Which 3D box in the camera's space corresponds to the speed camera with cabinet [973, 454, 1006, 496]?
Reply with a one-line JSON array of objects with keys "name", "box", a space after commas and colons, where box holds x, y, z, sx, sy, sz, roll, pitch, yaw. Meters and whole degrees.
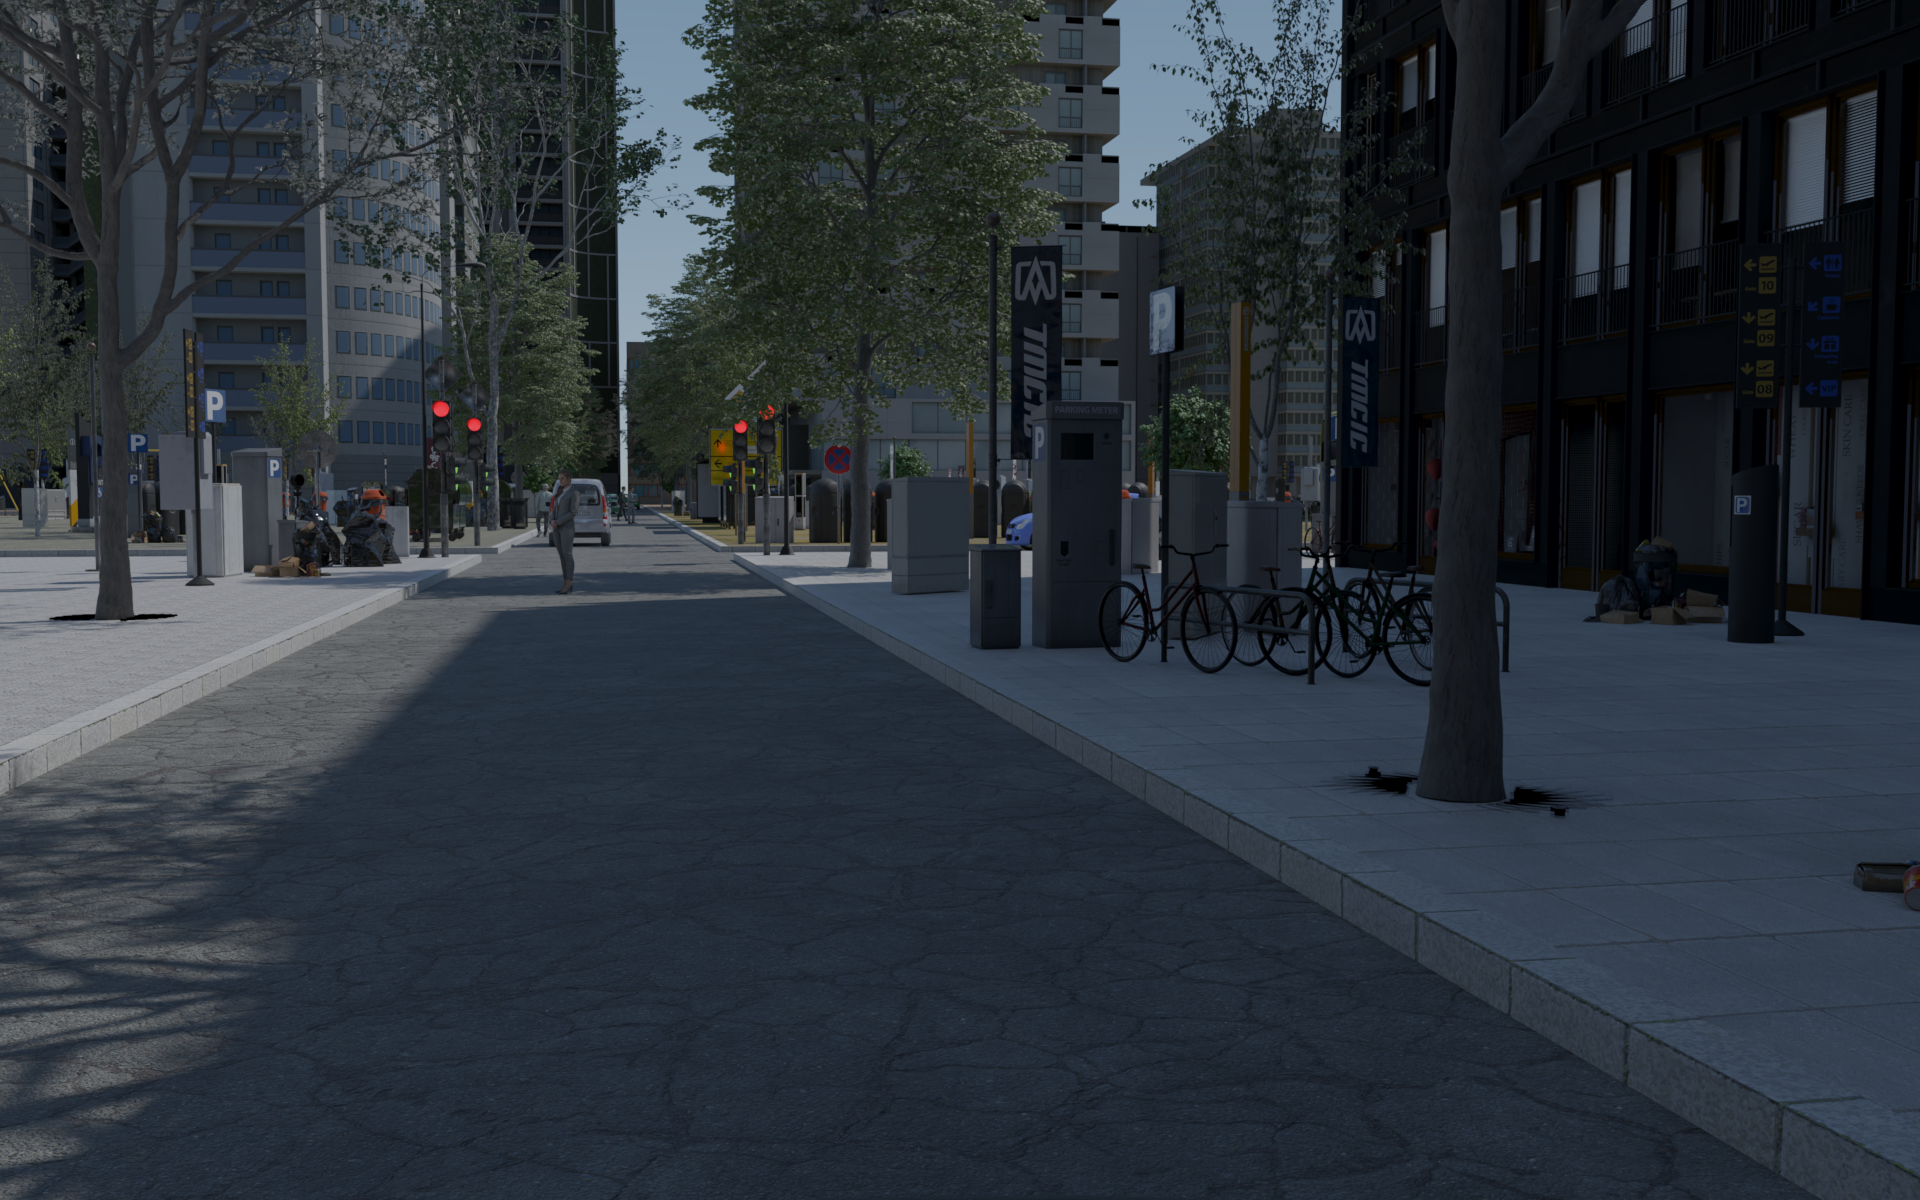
[{"name": "speed camera with cabinet", "box": [1.252, -5.613, 86.104, 2.038, 3.252, 0.660, 2, 4, 28]}]

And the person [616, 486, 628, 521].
[{"name": "person", "box": [-17.706, -5.068, 91.132, 0.755, 1.850, 0.659, -1, 4, -13]}]

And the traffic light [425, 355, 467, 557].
[{"name": "traffic light", "box": [-10.413, -2.816, 34.971, 0.839, 4.253, 0.868, -1, 4, -11]}]

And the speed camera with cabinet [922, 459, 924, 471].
[{"name": "speed camera with cabinet", "box": [-2.796, -6.354, 98.228, 2.038, 3.252, 0.660, 2, 4, 26]}]

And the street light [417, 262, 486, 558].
[{"name": "street light", "box": [-10.194, -3.805, 34.752, 1.470, 5.913, 1.316, -1, 4, -11]}]

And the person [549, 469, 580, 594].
[{"name": "person", "box": [-5.766, -0.993, 25.016, 0.520, 1.790, 0.573, 2, 4, 26]}]

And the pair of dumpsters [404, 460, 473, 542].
[{"name": "pair of dumpsters", "box": [-14.621, -2.817, 48.548, 1.574, 2.255, 4.437, -1, 4, -11]}]

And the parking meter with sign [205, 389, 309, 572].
[{"name": "parking meter with sign", "box": [-11.629, -1.981, 28.651, 1.738, 3.016, 0.543, 1, 4, 15]}]

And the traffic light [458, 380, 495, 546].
[{"name": "traffic light", "box": [-11.945, -3.296, 42.808, 0.839, 4.253, 0.868, -1, 4, -11]}]

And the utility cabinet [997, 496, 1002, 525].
[{"name": "utility cabinet", "box": [1.910, -3.748, 72.440, 0.306, 1.237, 1.020, -2, 4, -31]}]

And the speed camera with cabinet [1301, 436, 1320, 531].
[{"name": "speed camera with cabinet", "box": [12.633, -3.955, 58.998, 2.038, 3.252, 0.660, 3, 5, 43]}]

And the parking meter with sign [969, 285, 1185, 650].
[{"name": "parking meter with sign", "box": [0.963, -1.118, 14.543, 1.738, 3.016, 0.543, -1, 4, -17]}]

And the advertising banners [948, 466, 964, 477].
[{"name": "advertising banners", "box": [-0.496, -6.797, 107.314, 2.074, 3.025, 0.090, 3, 5, 42]}]

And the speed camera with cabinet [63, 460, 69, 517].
[{"name": "speed camera with cabinet", "box": [-50.965, -6.363, 98.373, 0.660, 3.252, 2.038, 1, 4, 10]}]

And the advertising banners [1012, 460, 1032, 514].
[{"name": "advertising banners", "box": [2.194, -3.961, 60.952, 0.090, 3.025, 2.074, 2, 4, 24]}]

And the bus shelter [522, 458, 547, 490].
[{"name": "bus shelter", "box": [-26.102, -7.066, 106.812, 1.731, 3.624, 6.357, -1, 4, -11]}]

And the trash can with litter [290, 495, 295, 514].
[{"name": "trash can with litter", "box": [-42.504, -6.139, 111.426, 2.233, 1.210, 1.678, 1, 4, 18]}]

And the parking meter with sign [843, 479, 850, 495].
[{"name": "parking meter with sign", "box": [-5.563, -5.530, 86.676, 0.543, 3.016, 1.738, -1, 4, -16]}]

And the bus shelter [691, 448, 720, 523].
[{"name": "bus shelter", "box": [-10.465, -4.937, 74.649, 2.014, 3.302, 5.546, -1, 4, -11]}]

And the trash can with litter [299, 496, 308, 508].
[{"name": "trash can with litter", "box": [-34.305, -4.868, 90.984, 1.055, 1.170, 0.624, 1, 4, 9]}]

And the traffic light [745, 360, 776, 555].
[{"name": "traffic light", "box": [-4.074, -2.893, 36.221, 0.839, 4.253, 0.868, -1, 4, -11]}]

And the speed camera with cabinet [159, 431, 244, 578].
[{"name": "speed camera with cabinet", "box": [-11.571, -1.962, 26.413, 0.660, 3.252, 2.038, 0, 4, -5]}]

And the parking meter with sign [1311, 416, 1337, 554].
[{"name": "parking meter with sign", "box": [8.180, -2.554, 38.016, 0.543, 3.016, 1.738, 2, 4, 28]}]

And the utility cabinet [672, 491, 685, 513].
[{"name": "utility cabinet", "box": [-18.852, -6.554, 115.830, 0.318, 1.500, 1.173, 1, 4, 23]}]

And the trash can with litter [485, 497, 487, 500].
[{"name": "trash can with litter", "box": [-19.808, -3.795, 73.436, 0.624, 1.170, 1.055, -1, 4, -23]}]

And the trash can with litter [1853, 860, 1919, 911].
[{"name": "trash can with litter", "box": [3.793, 0.343, 5.451, 2.233, 1.210, 1.678, -1, 4, -12]}]

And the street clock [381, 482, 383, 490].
[{"name": "street clock", "box": [-34.582, -6.040, 103.319, 0.358, 2.002, 0.471, -3, 5, -39]}]

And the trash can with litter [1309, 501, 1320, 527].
[{"name": "trash can with litter", "box": [13.674, -3.287, 65.130, 1.055, 1.170, 0.624, 0, 4, 7]}]

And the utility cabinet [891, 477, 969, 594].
[{"name": "utility cabinet", "box": [-0.386, -0.842, 22.451, 0.318, 1.500, 1.173, 3, 5, 42]}]

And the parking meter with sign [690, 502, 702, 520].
[{"name": "parking meter with sign", "box": [-12.901, -5.571, 87.353, 1.738, 3.016, 0.543, 2, 4, 35]}]

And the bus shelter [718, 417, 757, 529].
[{"name": "bus shelter", "box": [-8.455, -5.480, 67.228, 2.179, 5.291, 8.768, -1, 4, -11]}]

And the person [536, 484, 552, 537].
[{"name": "person", "box": [-13.701, -2.969, 57.525, 0.782, 1.767, 0.515, -1, 4, -20]}]

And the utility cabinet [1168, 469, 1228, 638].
[{"name": "utility cabinet", "box": [2.147, -0.428, 15.683, 0.318, 1.500, 1.173, 1, 4, 23]}]

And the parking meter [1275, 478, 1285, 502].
[{"name": "parking meter", "box": [11.984, -3.617, 64.851, 0.255, 1.863, 0.399, -1, 4, -13]}]

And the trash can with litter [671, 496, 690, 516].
[{"name": "trash can with litter", "box": [-16.220, -5.470, 100.818, 1.055, 1.170, 0.624, -2, 4, -30]}]

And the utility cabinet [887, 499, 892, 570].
[{"name": "utility cabinet", "box": [-0.778, -1.132, 29.667, 1.020, 1.237, 0.306, -3, 5, -41]}]

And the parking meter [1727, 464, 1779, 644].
[{"name": "parking meter", "box": [6.858, -0.402, 14.976, 0.372, 1.533, 0.369, 0, 3, 0]}]

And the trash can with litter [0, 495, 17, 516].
[{"name": "trash can with litter", "box": [-55.868, -5.543, 101.691, 1.678, 1.210, 2.233, 3, 4, 37]}]

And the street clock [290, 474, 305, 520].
[{"name": "street clock", "box": [-23.771, -3.523, 62.176, 0.358, 2.002, 0.471, 2, 4, 26]}]

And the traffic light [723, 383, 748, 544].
[{"name": "traffic light", "box": [-5.606, -3.372, 44.058, 0.839, 4.253, 0.868, -1, 4, -11]}]

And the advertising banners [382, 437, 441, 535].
[{"name": "advertising banners", "box": [-16.978, -3.511, 53.601, 2.074, 3.025, 0.090, 0, 4, 2]}]

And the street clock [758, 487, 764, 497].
[{"name": "street clock", "box": [-6.271, -3.074, 54.825, 0.358, 2.002, 0.471, -1, 4, -10]}]

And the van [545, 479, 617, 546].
[{"name": "van", "box": [-10.708, -2.561, 48.891, 2.013, 2.044, 4.112, -1, 4, -10]}]

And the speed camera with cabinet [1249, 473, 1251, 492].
[{"name": "speed camera with cabinet", "box": [11.743, -4.737, 71.781, 0.660, 3.252, 2.038, 1, 4, 9]}]

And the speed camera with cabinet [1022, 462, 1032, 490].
[{"name": "speed camera with cabinet", "box": [4.619, -6.806, 105.610, 0.660, 3.252, 2.038, -2, 4, -34]}]

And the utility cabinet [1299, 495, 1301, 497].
[{"name": "utility cabinet", "box": [20.465, -5.668, 103.833, 0.306, 1.237, 1.020, 1, 4, 12]}]

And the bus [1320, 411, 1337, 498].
[{"name": "bus", "box": [15.481, -3.232, 44.385, 12.252, 3.916, 2.896, -1, 4, -9]}]

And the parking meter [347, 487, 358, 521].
[{"name": "parking meter", "box": [-22.012, -3.326, 62.790, 0.372, 1.533, 0.369, 0, 3, 0]}]

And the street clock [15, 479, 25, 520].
[{"name": "street clock", "box": [-45.835, -4.889, 84.503, 0.358, 2.002, 0.471, 0, 4, 0]}]

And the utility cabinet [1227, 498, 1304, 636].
[{"name": "utility cabinet", "box": [2.791, -0.303, 16.120, 0.306, 1.237, 1.020, -1, 4, -23]}]

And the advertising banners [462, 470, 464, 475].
[{"name": "advertising banners", "box": [-32.782, -7.123, 112.652, 2.074, 3.025, 0.090, 3, 5, 42]}]

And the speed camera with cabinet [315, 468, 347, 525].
[{"name": "speed camera with cabinet", "box": [-26.567, -4.822, 73.169, 0.660, 3.252, 2.038, -3, 5, -43]}]

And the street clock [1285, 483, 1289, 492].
[{"name": "street clock", "box": [22.106, -6.882, 117.094, 0.358, 2.002, 0.471, 0, 4, 6]}]

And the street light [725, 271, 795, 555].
[{"name": "street light", "box": [-4.180, -3.893, 36.188, 1.470, 5.913, 1.316, -1, 4, -11]}]

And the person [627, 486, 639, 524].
[{"name": "person", "box": [-15.742, -4.565, 83.331, 0.583, 1.804, 0.606, 0, 4, -4]}]

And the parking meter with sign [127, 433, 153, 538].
[{"name": "parking meter with sign", "box": [-24.170, -3.324, 50.609, 0.543, 3.016, 1.738, -3, 4, -36]}]

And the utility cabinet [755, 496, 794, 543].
[{"name": "utility cabinet", "box": [-4.876, -2.098, 45.459, 1.020, 1.237, 0.306, 2, 4, 24]}]
